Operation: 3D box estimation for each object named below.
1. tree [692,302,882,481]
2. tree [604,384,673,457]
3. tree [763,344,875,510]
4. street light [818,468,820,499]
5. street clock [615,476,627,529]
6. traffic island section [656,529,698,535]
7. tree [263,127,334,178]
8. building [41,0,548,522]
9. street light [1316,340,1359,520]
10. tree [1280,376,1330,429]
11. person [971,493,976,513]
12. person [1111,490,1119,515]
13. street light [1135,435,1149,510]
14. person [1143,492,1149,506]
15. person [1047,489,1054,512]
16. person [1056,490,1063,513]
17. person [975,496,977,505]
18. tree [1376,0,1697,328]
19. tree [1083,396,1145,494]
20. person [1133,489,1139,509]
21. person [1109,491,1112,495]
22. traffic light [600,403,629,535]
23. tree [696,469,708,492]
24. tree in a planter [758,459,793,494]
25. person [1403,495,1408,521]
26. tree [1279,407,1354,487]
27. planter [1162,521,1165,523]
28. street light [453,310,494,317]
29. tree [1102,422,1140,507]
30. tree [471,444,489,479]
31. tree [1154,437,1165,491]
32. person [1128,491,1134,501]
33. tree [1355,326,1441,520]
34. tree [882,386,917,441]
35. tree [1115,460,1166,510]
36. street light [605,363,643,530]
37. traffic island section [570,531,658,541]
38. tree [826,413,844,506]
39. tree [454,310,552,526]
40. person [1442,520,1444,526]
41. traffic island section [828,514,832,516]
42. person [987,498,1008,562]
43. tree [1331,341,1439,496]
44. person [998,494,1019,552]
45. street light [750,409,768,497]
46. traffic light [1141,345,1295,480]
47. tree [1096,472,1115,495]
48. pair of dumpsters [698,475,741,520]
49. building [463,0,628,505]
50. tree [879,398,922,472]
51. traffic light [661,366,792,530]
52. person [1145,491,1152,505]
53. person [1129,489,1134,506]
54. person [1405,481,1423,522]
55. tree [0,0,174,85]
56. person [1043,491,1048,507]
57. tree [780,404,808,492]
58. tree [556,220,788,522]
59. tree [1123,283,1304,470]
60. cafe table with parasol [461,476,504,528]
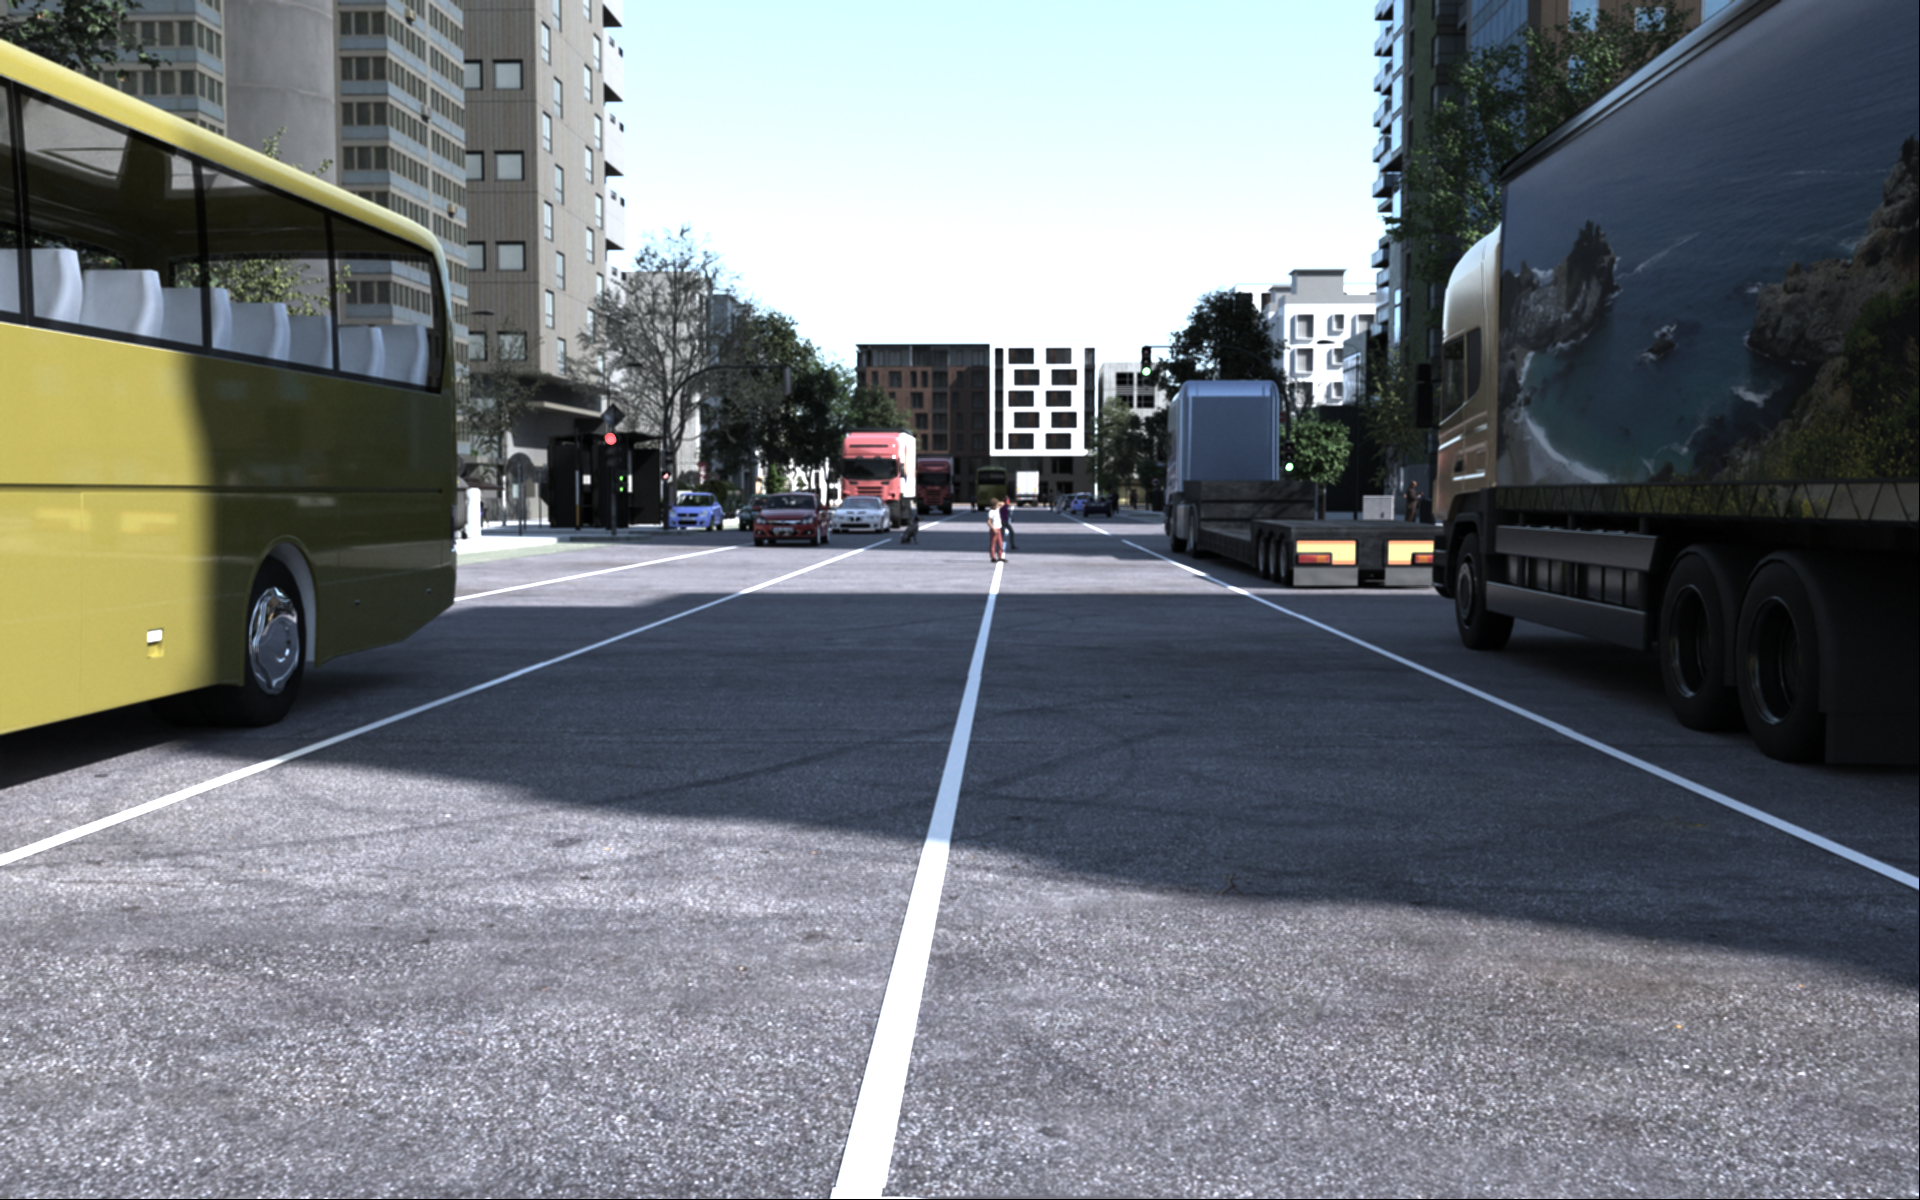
[{"bbox_3d":[-11.327,-11.435,103.967,9.611,12.733,9.660,0,3,0],"label":"tree"},{"bbox_3d":[-21.015,-9.939,112.861,4.360,8.622,3.978,0,3,0],"label":"tree"},{"bbox_3d":[-10.601,-11.930,120.810,9.928,11.665,9.643,0,3,0],"label":"tree"},{"bbox_3d":[-9.861,-9.488,127.677,1.470,5.913,1.316,0,4,2],"label":"street light"},{"bbox_3d":[-12.647,-3.668,64.540,0.471,2.002,0.358,-2,4,-32],"label":"street clock"},{"bbox_3d":[-10.499,-2.412,61.724,2.009,0.180,2.903,0,4,2],"label":"traffic island section"},{"bbox_3d":[-14.476,-5.191,35.235,4.737,8.622,4.395,0,3,0],"label":"tree"},{"bbox_3d":[-37.972,-23.985,84.037,32.217,40.220,23.993,0,4,2],"label":"building"},{"bbox_3d":[11.446,-4.883,52.372,1.470,5.913,1.316,0,4,2],"label":"street light"},{"bbox_3d":[21.188,-9.592,107.199,4.360,8.622,3.978,0,3,0],"label":"tree"},{"bbox_3d":[1.037,-7.553,134.209,0.499,1.552,0.429,-3,5,-43],"label":"person"},{"bbox_3d":[10.835,-6.852,121.227,0.576,1.737,0.504,1,4,15],"label":"person"},{"bbox_3d":[14.183,-9.998,136.000,1.470,5.913,1.316,0,4,2],"label":"street light"},{"bbox_3d":[20.375,-11.161,189.239,0.721,1.735,1.217,3,4,38],"label":"person"},{"bbox_3d":[7.464,-8.180,142.244,0.705,1.824,1.348,1,4,22],"label":"person"},{"bbox_3d":[7.354,-7.328,128.977,0.621,1.740,0.551,-1,4,-19],"label":"person"},{"bbox_3d":[2.205,-12.640,218.418,1.065,1.426,0.557,-2,4,-30],"label":"person"},{"bbox_3d":[12.809,-6.765,36.361,9.928,11.665,9.643,0,3,0],"label":"tree"},{"bbox_3d":[18.135,-17.241,200.019,7.486,12.596,7.792,0,3,0],"label":"tree"},{"bbox_3d":[15.323,-8.796,150.570,0.721,1.743,1.217,-1,4,-17],"label":"person"},{"bbox_3d":[13.813,-9.246,160.386,0.721,1.743,1.217,-1,4,-13],"label":"person"},{"bbox_3d":[-10.716,-3.956,53.607,0.839,4.253,0.868,0,4,2],"label":"traffic light"},{"bbox_3d":[-17.172,-7.330,114.451,1.663,3.219,1.824,0,3,0],"label":"tree"},{"bbox_3d":[-9.354,-5.497,87.103,1.991,3.239,1.994,0,4,2],"label":"tree in a planter"},{"bbox_3d":[16.188,-3.214,62.500,0.435,1.345,0.340,0,4,-8],"label":"person"},{"bbox_3d":[13.305,-5.021,65.800,4.285,4.588,4.351,0,3,0],"label":"tree"},{"bbox_3d":[11.064,-3.959,85.867,1.991,0.319,1.994,0,4,2],"label":"planter"},{"bbox_3d":[-12.453,-4.365,43.906,1.470,5.913,1.316,0,4,2],"label":"street light"},{"bbox_3d":[16.801,-13.846,176.739,4.360,8.622,3.978,0,3,0],"label":"tree"},{"bbox_3d":[-29.628,-7.273,102.630,4.285,4.588,4.351,0,3,0],"label":"tree"},{"bbox_3d":[15.175,-10.424,120.795,4.737,8.622,4.395,0,3,0],"label":"tree"},{"bbox_3d":[19.498,-11.541,195.454,1.217,1.735,0.721,3,4,38],"label":"person"},{"bbox_3d":[19.331,-7.713,76.475,4.737,8.622,4.395,0,3,0],"label":"tree"},{"bbox_3d":[-9.150,-15.842,176.018,9.611,12.733,9.660,0,3,0],"label":"tree"},{"bbox_3d":[15.954,-9.723,142.684,4.285,4.588,4.351,0,3,0],"label":"tree"},{"bbox_3d":[-11.934,-5.443,61.527,1.470,5.913,1.316,0,4,2],"label":"street light"},{"bbox_3d":[-10.755,-1.924,53.743,2.009,0.180,2.903,0,4,2],"label":"traffic island section"},{"bbox_3d":[-10.603,-12.139,148.834,4.360,8.622,3.978,0,3,0],"label":"tree"},{"bbox_3d":[-18.368,-7.234,68.630,4.360,8.622,3.978,0,3,0],"label":"tree"},{"bbox_3d":[16.995,-3.199,60.215,0.662,1.594,0.647,-2,4,-24],"label":"person"},{"bbox_3d":[-8.474,-5.606,114.520,1.991,0.108,1.994,0,4,2],"label":"traffic island section"},{"bbox_3d":[0.791,-1.466,36.383,0.340,1.345,0.435,1,4,22],"label":"person"},{"bbox_3d":[20.989,-8.195,84.354,4.360,8.622,3.978,0,3,0],"label":"tree"},{"bbox_3d":[1.227,-1.915,43.052,0.776,1.435,0.726,2,4,27],"label":"person"},{"bbox_3d":[-10.939,-7.488,94.975,1.470,5.913,1.316,0,4,2],"label":"street light"},{"bbox_3d":[7.882,-4.784,52.886,4.771,5.953,1.251,0,4,2],"label":"traffic light"},{"bbox_3d":[18.184,-13.953,211.847,4.285,4.588,4.351,0,3,0],"label":"tree"},{"bbox_3d":[-12.241,-5.229,87.992,1.574,2.255,4.437,0,4,2],"label":"pair of dumpsters"},{"bbox_3d":[-38.434,-32.301,117.368,28.713,52.752,27.495,0,4,2],"label":"building"},{"bbox_3d":[-8.357,-17.565,205.321,7.486,12.596,7.792,0,3,0],"label":"tree"},{"bbox_3d":[-8.365,-5.314,61.556,4.771,5.953,1.251,0,4,2],"label":"traffic light"},{"bbox_3d":[22.605,-12.176,205.141,1.348,1.821,0.705,1,4,20],"label":"person"},{"bbox_3d":[18.603,-11.074,187.116,0.705,1.823,1.348,-1,4,-21],"label":"person"},{"bbox_3d":[15.944,-3.308,60.819,0.600,1.739,0.565,0,4,3],"label":"person"},{"bbox_3d":[-14.639,-6.357,20.951,9.611,12.733,9.660,0,3,0],"label":"tree"},{"bbox_3d":[9.153,-10.799,185.765,0.721,1.736,1.217,-1,4,-22],"label":"person"},{"bbox_3d":[-11.231,-9.994,113.756,4.737,8.622,4.395,0,3,0],"label":"tree"},{"bbox_3d":[-12.942,-10.265,78.205,12.009,13.543,11.850,0,3,0],"label":"tree"},{"bbox_3d":[14.187,-10.833,94.131,9.611,12.733,9.660,0,3,0],"label":"tree"},{"bbox_3d":[-18.526,-3.690,65.200,2.610,1.966,2.610,0,4,-7],"label":"cafe table with parasol"}]
